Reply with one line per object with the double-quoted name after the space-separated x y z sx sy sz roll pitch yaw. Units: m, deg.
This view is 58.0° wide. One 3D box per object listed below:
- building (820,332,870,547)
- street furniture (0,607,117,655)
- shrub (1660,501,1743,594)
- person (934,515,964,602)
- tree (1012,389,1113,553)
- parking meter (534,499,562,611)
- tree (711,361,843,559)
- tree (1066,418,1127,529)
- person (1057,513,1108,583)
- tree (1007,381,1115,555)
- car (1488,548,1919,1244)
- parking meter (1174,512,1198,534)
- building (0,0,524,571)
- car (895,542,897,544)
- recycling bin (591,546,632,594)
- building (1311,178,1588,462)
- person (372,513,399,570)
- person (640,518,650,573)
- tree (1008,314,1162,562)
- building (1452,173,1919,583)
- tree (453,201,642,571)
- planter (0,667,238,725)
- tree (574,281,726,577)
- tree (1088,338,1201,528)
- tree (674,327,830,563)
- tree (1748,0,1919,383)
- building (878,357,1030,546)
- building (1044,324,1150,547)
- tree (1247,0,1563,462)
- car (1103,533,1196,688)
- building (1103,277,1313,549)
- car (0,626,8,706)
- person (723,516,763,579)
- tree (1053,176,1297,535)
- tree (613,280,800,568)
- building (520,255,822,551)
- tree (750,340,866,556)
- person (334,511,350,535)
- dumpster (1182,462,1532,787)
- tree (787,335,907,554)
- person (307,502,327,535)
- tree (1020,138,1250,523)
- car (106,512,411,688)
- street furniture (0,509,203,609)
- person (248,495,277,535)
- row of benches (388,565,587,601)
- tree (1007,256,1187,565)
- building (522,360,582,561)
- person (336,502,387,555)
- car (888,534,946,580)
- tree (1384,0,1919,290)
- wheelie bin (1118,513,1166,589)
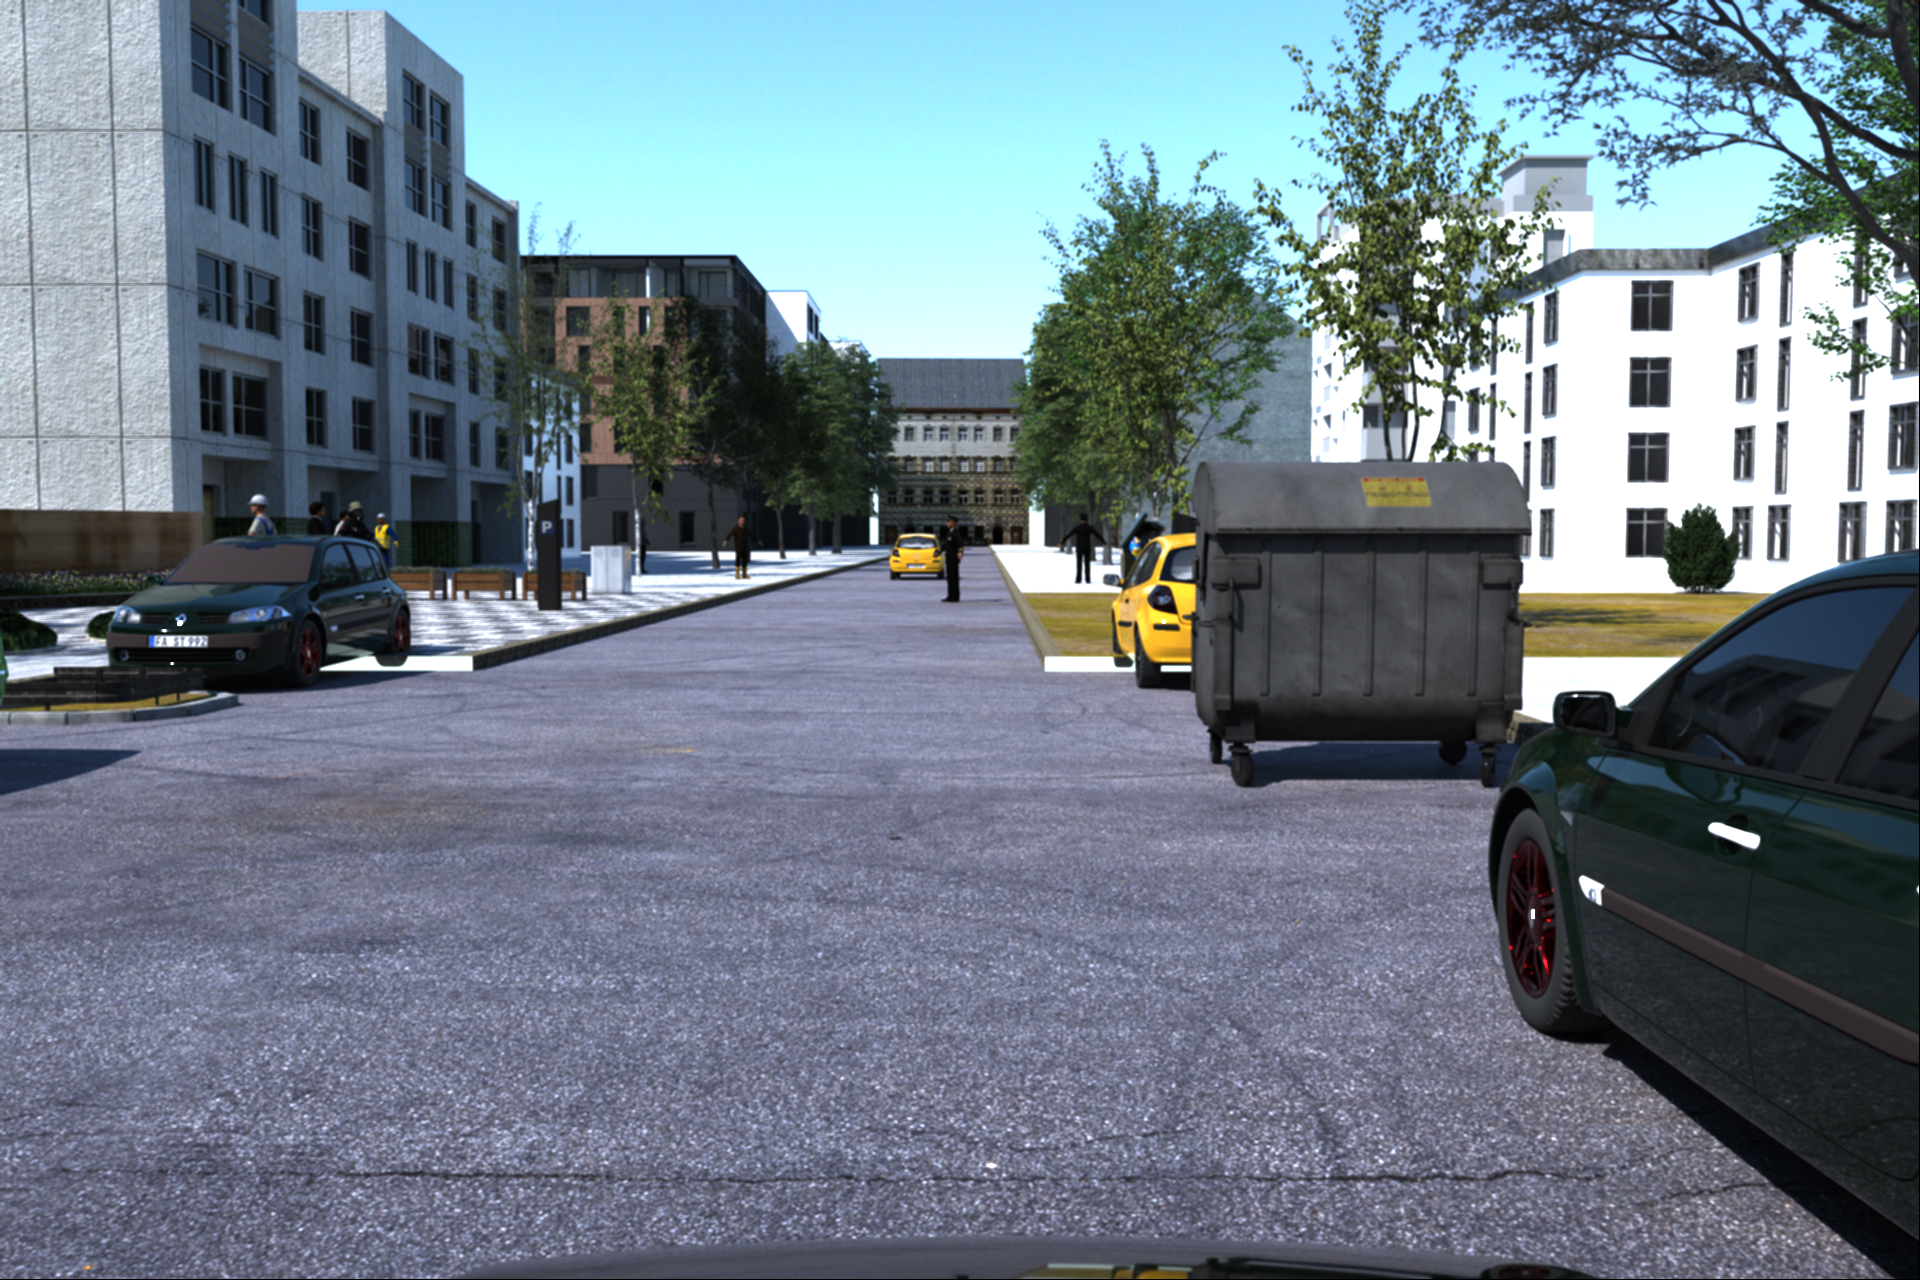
-24.498 -20.614 181.010 27.936 21.610 32.646 0 4 1 "building"
-13.309 -0.298 20.501 10.072 0.657 5.734 0 4 2 "street furniture"
16.004 -2.018 37.410 1.690 2.028 1.600 0 3 0 "shrub"
-0.184 -1.721 36.526 0.705 1.837 1.347 -2 4 -23 "person"
7.214 -11.864 119.726 9.928 11.665 9.643 0 3 0 "tree"
-6.889 -1.423 28.972 0.399 1.863 0.255 0 4 0 "parking meter"
-9.419 -9.436 88.694 7.601 10.594 8.767 1 4 12 "tree"
7.077 -8.595 90.892 4.737 8.622 4.395 0 3 0 "tree"
3.207 -2.393 45.056 1.347 1.837 0.705 0 4 -4 "person"
6.480 -11.584 107.525 7.486 12.596 7.792 0 3 0 "tree"
2.474 0.368 3.770 2.009 1.686 4.222 0 4 1 "car"
2.661 -0.714 20.089 0.372 1.533 0.369 0 3 0 "parking meter"
-27.733 -11.783 59.107 16.747 18.905 31.486 0 4 2 "building"
-2.083 -4.458 84.684 2.131 1.459 4.920 0 4 1 "car"
-7.469 -1.502 37.104 0.722 1.027 0.722 0 4 2 "recycling bin"
25.393 -14.819 98.714 16.016 20.090 11.380 0 4 1 "building"
-15.465 -2.467 46.305 1.349 1.833 0.705 2 4 28 "person"
-10.462 -3.122 57.174 0.705 1.813 1.348 -1 4 -20 "person"
6.093 -9.495 80.995 9.928 11.665 9.643 0 3 0 "tree"
22.732 -6.665 51.122 9.099 9.664 28.070 0 4 1 "building"
-9.902 -5.424 39.053 4.360 8.622 3.978 0 3 0 "tree"
-7.032 0.436 14.004 1.991 0.319 1.994 0 4 0 "planter"
-9.315 -6.166 51.183 4.737 8.622 4.395 0 3 0 "tree"
6.368 -6.788 61.340 4.737 8.622 4.395 0 3 0 "tree"
-9.208 -8.741 77.324 7.601 10.594 8.767 -2 4 -34 "tree"
16.613 -6.249 27.920 9.928 11.665 9.643 0 3 0 "tree"
-1.118 -23.332 214.858 18.063 23.208 19.493 0 4 -2 "building"
22.874 -20.850 184.878 27.936 21.610 32.646 0 4 1 "building"
5.969 -4.461 23.292 4.737 8.622 4.395 0 3 0 "tree"
2.495 -0.446 17.514 2.015 1.641 3.980 0 4 0 "car"
22.979 -19.878 155.934 19.493 23.208 18.063 0 4 0 "building"
-6.747 0.010 8.633 1.959 1.807 4.718 0 4 1 "car"
-6.245 -2.659 49.609 1.346 1.812 0.704 -3 5 -41 "person"
6.279 -7.671 51.181 9.928 11.665 9.643 0 3 0 "tree"
-9.440 -7.948 64.369 7.601 10.594 8.767 0 4 -2 "tree"
-26.775 -18.312 143.378 27.936 21.610 32.646 0 4 0 "building"
-9.058 -11.219 101.559 7.486 12.596 7.792 0 3 0 "tree"
-13.851 -2.014 39.121 0.705 1.806 1.347 0 4 5 "person"
2.306 -0.126 10.279 1.865 1.857 1.264 0 4 1 "dumpster"
-8.049 -12.626 113.087 9.857 13.997 8.962 0 3 0 "tree"
-10.464 -1.354 28.327 0.705 1.806 1.347 -2 4 -26 "person"
3.477 -4.984 31.847 4.737 8.622 4.395 0 3 0 "tree"
-6.905 -0.465 17.391 2.009 1.686 4.222 0 4 1 "car"
-18.032 -1.529 31.856 11.010 1.723 9.812 1 4 22 "street furniture"
-10.073 -1.164 24.892 0.705 1.847 1.347 0 4 3 "person"
-9.324 -1.112 33.651 4.104 0.672 1.422 1 4 9 "row of benches"
5.649 -9.318 70.480 7.486 12.596 7.792 0 3 0 "tree"
-25.014 -9.286 93.966 9.099 9.664 28.070 0 4 0 "building"
-10.788 -1.544 31.023 0.705 1.856 1.354 1 4 20 "person"
-1.336 -2.779 55.660 2.015 1.641 3.980 0 4 0 "car"
8.027 -6.310 13.535 12.009 13.543 11.850 0 3 0 "tree"
2.702 -1.084 25.635 0.693 1.594 0.980 0 4 -1 "wheelie bin"
